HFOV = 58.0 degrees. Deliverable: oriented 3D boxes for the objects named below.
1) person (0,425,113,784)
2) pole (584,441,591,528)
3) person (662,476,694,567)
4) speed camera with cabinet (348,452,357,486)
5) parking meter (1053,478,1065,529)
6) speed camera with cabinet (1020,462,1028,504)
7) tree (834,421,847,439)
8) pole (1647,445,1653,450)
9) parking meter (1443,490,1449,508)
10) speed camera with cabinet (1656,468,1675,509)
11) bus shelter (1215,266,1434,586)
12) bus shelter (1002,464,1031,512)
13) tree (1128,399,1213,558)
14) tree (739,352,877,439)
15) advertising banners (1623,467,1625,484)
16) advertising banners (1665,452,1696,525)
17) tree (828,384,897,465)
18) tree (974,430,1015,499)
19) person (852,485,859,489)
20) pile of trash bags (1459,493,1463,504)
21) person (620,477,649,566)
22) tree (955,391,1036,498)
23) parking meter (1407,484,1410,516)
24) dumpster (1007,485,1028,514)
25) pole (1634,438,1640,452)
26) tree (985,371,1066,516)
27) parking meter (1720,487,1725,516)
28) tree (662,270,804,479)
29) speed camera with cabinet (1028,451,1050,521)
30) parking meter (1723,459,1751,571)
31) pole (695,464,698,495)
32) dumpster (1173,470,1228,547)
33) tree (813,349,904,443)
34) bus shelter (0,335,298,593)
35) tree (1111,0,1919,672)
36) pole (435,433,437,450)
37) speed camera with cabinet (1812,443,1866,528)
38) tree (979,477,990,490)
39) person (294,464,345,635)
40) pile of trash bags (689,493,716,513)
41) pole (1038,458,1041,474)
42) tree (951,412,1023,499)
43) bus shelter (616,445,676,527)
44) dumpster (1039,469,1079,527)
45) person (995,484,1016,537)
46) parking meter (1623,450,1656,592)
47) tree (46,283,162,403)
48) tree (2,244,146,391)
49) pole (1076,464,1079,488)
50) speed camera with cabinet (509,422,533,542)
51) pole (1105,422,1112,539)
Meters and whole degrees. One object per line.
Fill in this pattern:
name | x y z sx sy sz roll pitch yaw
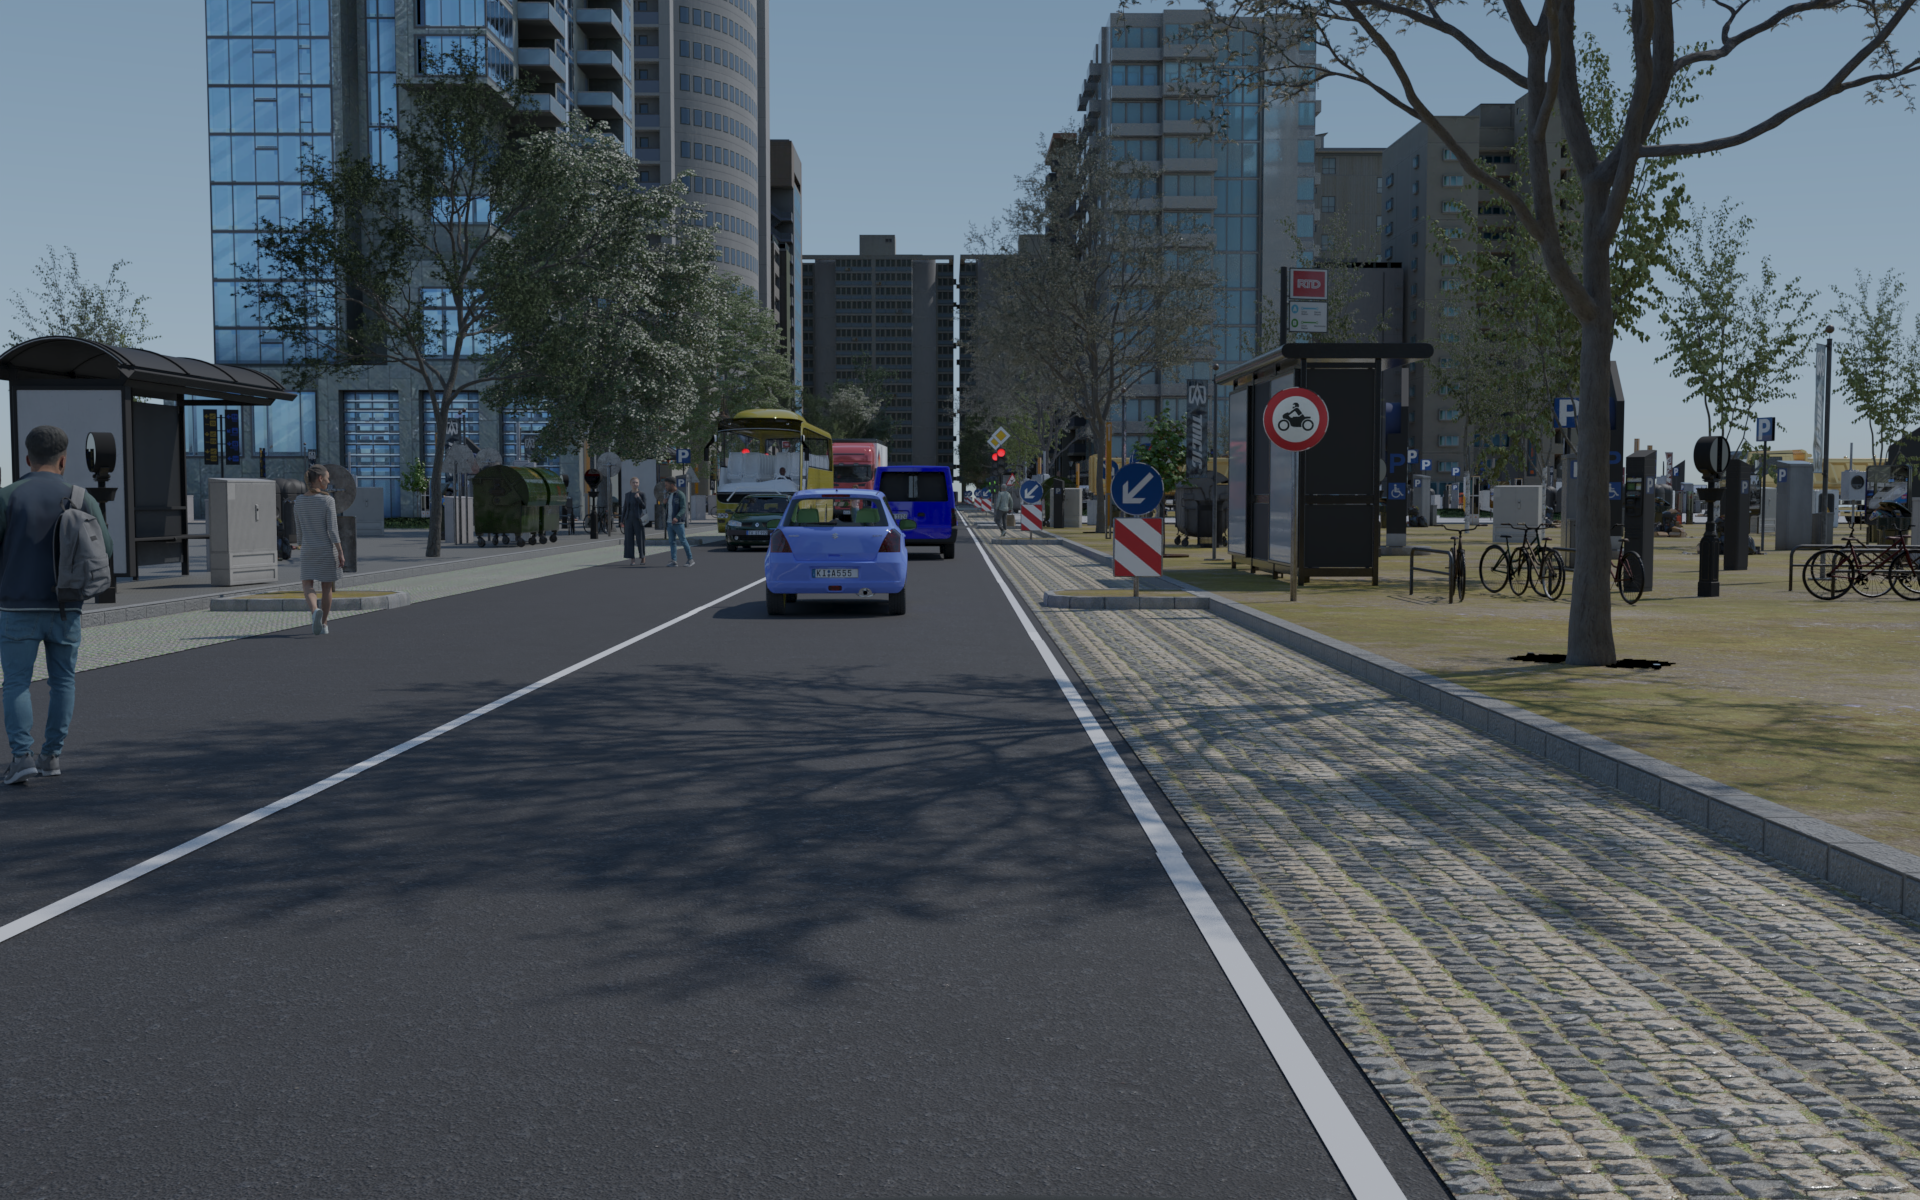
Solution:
person | -4.640 0.005 8.764 0.721 1.781 0.623 3 5 40
pole | -14.040 -4.368 65.252 0.158 3.312 0.155 0 3 0
person | -5.615 -1.550 34.190 0.623 1.781 0.721 2 4 31
speed camera with cabinet | -29.186 -5.284 80.735 2.038 3.252 0.660 -1 4 -16
parking meter | 3.701 -3.598 64.544 0.399 1.863 0.255 1 4 19
speed camera with cabinet | 4.656 -6.717 104.155 2.038 3.252 0.660 1 4 16
tree | -13.003 -13.611 172.906 4.737 8.622 4.395 0 3 0
pole | 28.771 -4.800 72.322 0.158 3.312 0.155 0 3 0
parking meter | 32.842 -6.643 117.016 0.372 1.533 0.369 0 3 0
speed camera with cabinet | 35.088 -5.614 86.118 0.660 3.252 2.038 2 4 32
bus shelter | 5.491 -3.100 28.319 2.179 5.291 8.768 0 4 0
bus shelter | 3.724 -7.622 118.535 2.014 3.302 5.546 0 4 0
tree | 4.288 -2.481 35.166 1.663 3.219 1.824 0 3 0
tree | -11.336 -10.852 111.849 8.767 10.594 7.601 -3 5 -42
advertising banners | 43.336 -7.053 111.498 2.074 3.025 0.090 1 4 14
advertising banners | 30.089 -4.663 72.423 2.074 3.025 0.090 -2 4 -32
tree | -11.751 -17.941 199.998 9.857 13.997 8.962 0 3 0
tree | 3.571 -15.256 199.802 4.360 8.622 3.978 0 3 0
person | -3.539 -3.098 59.743 0.643 1.750 0.593 0 4 2
pile of trash bags | 42.111 -7.992 140.418 3.447 1.369 1.912 0 4 5
person | -6.556 -1.588 34.880 0.576 1.772 0.534 0 4 -7
tree | 3.023 -13.043 147.668 7.601 10.594 8.767 0 3 0
parking meter | 28.523 -6.416 110.609 0.399 1.863 0.255 -1 4 -15
dumpster | 3.675 -6.474 111.614 1.264 1.857 1.865 0 4 0
pole | 24.809 -4.264 63.563 0.158 3.312 0.155 0 3 0
tree | 3.762 -9.144 99.863 4.737 8.622 4.395 0 3 0
parking meter | 28.281 -3.400 63.998 0.372 1.533 0.369 0 3 0
tree | -11.724 -10.406 88.266 7.486 12.596 7.792 0 3 0
speed camera with cabinet | 4.179 -5.275 80.575 0.660 3.252 2.038 3 5 40
parking meter | 13.094 -1.435 29.178 0.399 1.863 0.255 -3 4 -36
pole | -15.110 -6.452 99.328 0.158 3.312 0.155 0 3 0
dumpster | 5.997 -2.271 42.894 1.264 1.857 1.865 0 4 0
tree | -13.492 -22.807 228.789 12.611 20.169 13.585 0 3 0
bus shelter | -11.530 -1.894 24.886 2.014 3.302 5.546 0 4 0
tree | 4.653 -6.251 12.568 12.009 13.543 11.850 0 3 0
pole | -17.328 -3.896 57.547 0.158 3.312 0.155 0 3 0
speed camera with cabinet | 33.568 -4.403 66.332 2.038 3.252 0.660 0 4 -6
tree | 2.818 -12.018 191.099 1.663 3.219 1.824 0 3 0
person | -6.490 -0.509 17.567 0.466 1.731 0.760 -2 4 -27
pile of trash bags | -17.312 -6.675 118.889 1.912 1.369 3.447 -3 4 -36
pole | 4.434 -6.292 96.716 0.158 3.312 0.155 0 3 0
tree | 3.263 -18.735 223.328 9.611 12.733 9.660 0 3 0
bus shelter | -12.422 -4.601 69.153 2.014 3.302 5.546 0 4 0
dumpster | 3.822 -3.980 67.573 1.502 2.255 1.985 0 4 0
person | 1.539 -2.998 58.010 0.782 1.767 0.515 -3 5 -42
parking meter | 8.924 -1.042 22.755 0.399 1.863 0.255 -3 5 -43
tree | -29.467 -6.711 60.088 4.737 8.622 4.395 0 3 0
tree | -25.738 -6.148 50.885 4.360 8.622 3.978 0 3 0
pole | 7.880 -7.470 115.970 0.158 3.312 0.155 0 3 0
speed camera with cabinet | -11.841 -3.219 46.965 0.660 3.252 2.038 -1 4 -9
pole | 4.227 -3.393 49.311 0.158 3.312 0.155 0 3 0
